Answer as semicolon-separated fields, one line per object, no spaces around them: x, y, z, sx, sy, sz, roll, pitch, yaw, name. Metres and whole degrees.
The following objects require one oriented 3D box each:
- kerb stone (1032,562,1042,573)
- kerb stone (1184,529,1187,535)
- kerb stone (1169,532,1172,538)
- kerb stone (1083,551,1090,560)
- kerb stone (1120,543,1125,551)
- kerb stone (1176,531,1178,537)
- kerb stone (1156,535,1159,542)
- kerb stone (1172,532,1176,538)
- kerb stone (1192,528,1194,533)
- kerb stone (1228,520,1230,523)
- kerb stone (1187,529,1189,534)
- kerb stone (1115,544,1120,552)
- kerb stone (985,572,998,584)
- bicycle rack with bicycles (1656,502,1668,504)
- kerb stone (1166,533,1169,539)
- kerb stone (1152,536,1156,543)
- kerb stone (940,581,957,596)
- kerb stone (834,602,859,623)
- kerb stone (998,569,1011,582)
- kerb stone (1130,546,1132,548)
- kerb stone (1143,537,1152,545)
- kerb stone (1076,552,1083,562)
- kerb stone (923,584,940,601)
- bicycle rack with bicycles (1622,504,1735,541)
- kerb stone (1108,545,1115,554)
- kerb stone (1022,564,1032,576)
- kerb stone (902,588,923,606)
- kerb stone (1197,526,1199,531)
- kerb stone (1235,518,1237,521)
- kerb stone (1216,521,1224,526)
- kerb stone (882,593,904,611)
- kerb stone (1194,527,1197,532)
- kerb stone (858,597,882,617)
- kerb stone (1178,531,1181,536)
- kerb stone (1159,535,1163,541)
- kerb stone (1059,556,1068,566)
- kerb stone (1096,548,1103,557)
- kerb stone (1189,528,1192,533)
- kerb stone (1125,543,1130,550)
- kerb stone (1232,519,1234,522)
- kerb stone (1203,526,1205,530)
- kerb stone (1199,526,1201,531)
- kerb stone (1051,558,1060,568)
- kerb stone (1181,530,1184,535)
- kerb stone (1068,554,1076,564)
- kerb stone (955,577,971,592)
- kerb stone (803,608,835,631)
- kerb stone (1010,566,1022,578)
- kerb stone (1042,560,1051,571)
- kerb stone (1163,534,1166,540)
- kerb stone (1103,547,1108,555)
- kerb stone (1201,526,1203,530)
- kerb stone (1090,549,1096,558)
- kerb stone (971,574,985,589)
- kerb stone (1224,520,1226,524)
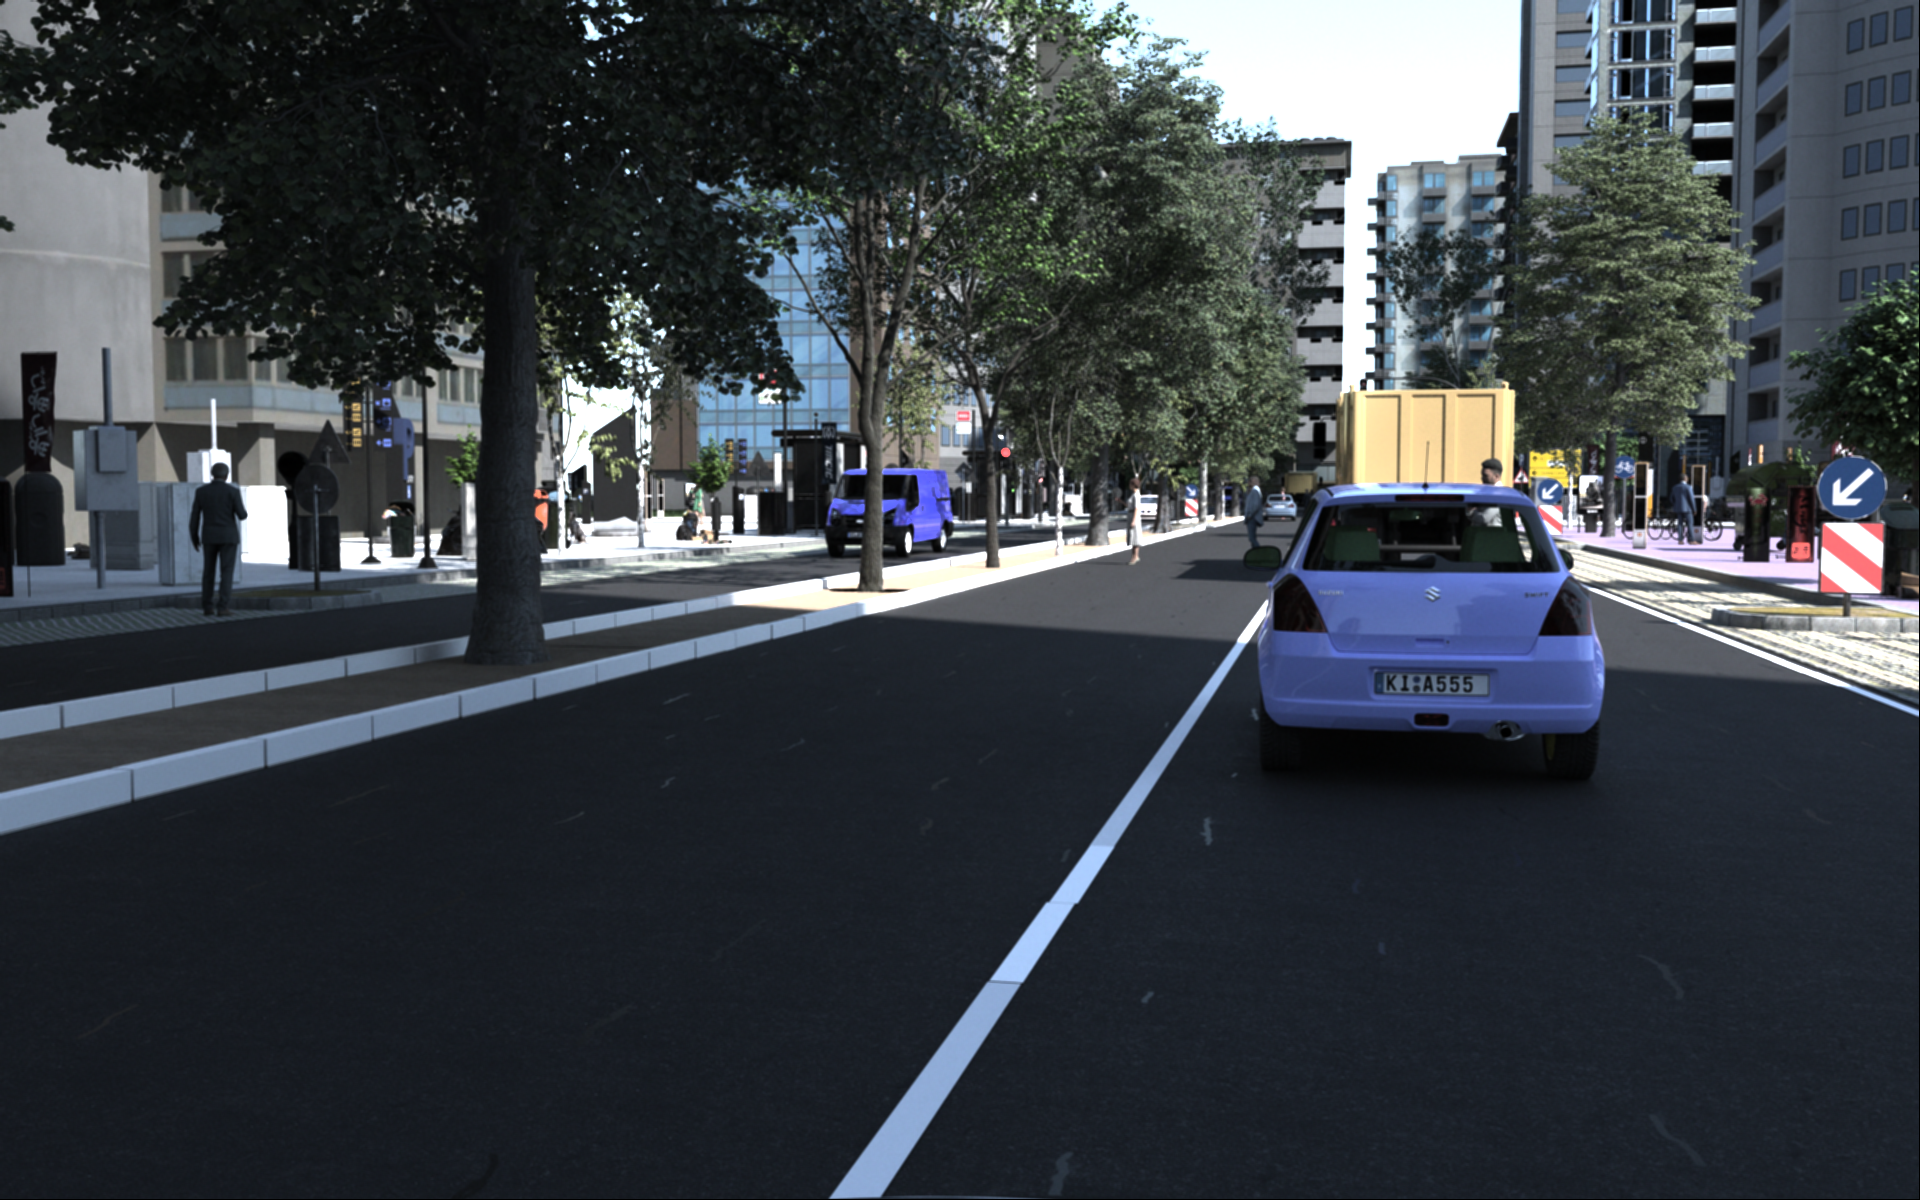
1.310;-0.577;31.627;0.120;0.150;1.000;1;4;12;kerb stone
7.759;-2.354;60.677;0.120;0.150;1.000;1;4;12;kerb stone
6.639;-2.042;55.661;0.120;0.150;1.000;1;4;12;kerb stone
2.642;-0.938;37.631;0.120;0.150;1.000;1;4;12;kerb stone
3.975;-1.311;43.638;0.120;0.150;1.000;1;4;12;kerb stone
7.079;-2.168;57.661;0.120;0.150;1.000;1;4;12;kerb stone
5.750;-1.802;51.656;0.120;0.150;1.000;1;4;12;kerb stone
6.864;-2.105;56.662;0.120;0.150;1.000;1;4;12;kerb stone
8.425;-2.532;63.672;0.120;0.150;1.000;1;4;12;kerb stone
12.738;-3.727;83.185;0.120;0.150;1.000;1;4;12;kerb stone
7.965;-2.413;61.678;0.120;0.150;1.000;1;4;12;kerb stone
3.745;-1.250;42.636;0.120;0.150;1.000;1;4;12;kerb stone
0.414;-0.331;27.615;0.120;0.150;1.000;1;4;12;kerb stone
31.842;-3.980;78.459;2.852;0.926;2.925;-3;4;-37;bicycle rack with bicycles
6.412;-1.983;54.661;0.120;0.150;1.000;1;4;12;kerb stone
5.532;-1.740;50.646;0.120;0.150;1.000;1;4;12;kerb stone
-0.253;-0.145;24.603;0.120;0.150;1.000;1;4;12;kerb stone
-1.361;0.158;19.607;0.120;0.150;1.000;1;4;12;kerb stone
0.640;-0.386;28.617;0.120;0.150;1.000;1;4;12;kerb stone
4.418;-1.430;45.637;0.120;0.150;1.000;1;4;12;kerb stone
5.306;-1.679;49.641;0.120;0.150;1.000;1;4;12;kerb stone
2.422;-0.881;36.633;0.120;0.150;1.000;1;4;12;kerb stone
-0.473;-0.086;23.599;0.120;0.150;1.000;1;4;12;kerb stone
20.439;-2.153;48.577;2.852;0.926;2.925;-1;4;-14;bicycle rack with bicycles
3.533;-1.188;41.629;0.120;0.150;1.000;1;4;12;kerb stone
1.083;-0.515;30.617;0.120;0.150;1.000;1;4;12;kerb stone
-0.690;-0.024;22.600;0.120;0.150;1.000;1;4;12;kerb stone
8.858;-2.657;65.675;0.120;0.150;1.000;1;4;12;kerb stone
13.859;-4.036;88.177;0.120;0.150;1.000;1;4;12;kerb stone
11.855;-3.485;79.174;0.120;0.150;1.000;1;4;12;kerb stone
-0.918;0.036;21.603;0.120;0.150;1.000;1;4;12;kerb stone
8.638;-2.597;64.671;0.120;0.150;1.000;1;4;12;kerb stone
-1.142;0.097;20.606;0.120;0.150;1.000;1;4;12;kerb stone
7.304;-2.230;58.664;0.120;0.150;1.000;1;4;12;kerb stone
5.970;-1.862;52.654;0.120;0.150;1.000;1;4;12;kerb stone
1.975;-0.760;34.629;0.120;0.150;1.000;1;4;12;kerb stone
3.089;-1.066;39.625;0.120;0.150;1.000;1;4;12;kerb stone
8.194;-2.476;62.674;0.120;0.150;1.000;1;4;12;kerb stone
4.191;-1.372;44.637;0.120;0.150;1.000;1;4;12;kerb stone
13.414;-3.914;86.181;0.120;0.150;1.000;1;4;12;kerb stone
9.529;-2.842;68.681;0.120;0.150;1.000;1;4;12;kerb stone
9.083;-2.717;66.675;0.120;0.150;1.000;1;4;12;kerb stone
1.752;-0.692;33.632;0.120;0.150;1.000;1;4;12;kerb stone
7.533;-2.292;59.664;0.120;0.150;1.000;1;4;12;kerb stone
2.196;-0.821;35.630;0.120;0.150;1.000;1;4;12;kerb stone
-0.031;-0.208;25.601;0.120;0.150;1.000;1;4;12;kerb stone
-1.573;0.219;18.607;0.120;0.150;1.000;1;4;12;kerb stone
0.860;-0.453;29.619;0.120;0.150;1.000;1;4;12;kerb stone
1.528;-0.634;32.626;0.120;0.150;1.000;1;4;12;kerb stone
6.197;-1.924;53.662;0.120;0.150;1.000;1;4;12;kerb stone
3.295;-1.126;40.630;0.120;0.150;1.000;1;4;12;kerb stone
9.316;-2.782;67.681;0.120;0.150;1.000;1;4;12;kerb stone
2.857;-1.005;38.630;0.120;0.150;1.000;1;4;12;kerb stone
0.189;-0.269;26.609;0.120;0.150;1.000;1;4;12;kerb stone
12.090;-3.541;80.169;0.120;0.150;1.000;1;4;12;kerb stone
